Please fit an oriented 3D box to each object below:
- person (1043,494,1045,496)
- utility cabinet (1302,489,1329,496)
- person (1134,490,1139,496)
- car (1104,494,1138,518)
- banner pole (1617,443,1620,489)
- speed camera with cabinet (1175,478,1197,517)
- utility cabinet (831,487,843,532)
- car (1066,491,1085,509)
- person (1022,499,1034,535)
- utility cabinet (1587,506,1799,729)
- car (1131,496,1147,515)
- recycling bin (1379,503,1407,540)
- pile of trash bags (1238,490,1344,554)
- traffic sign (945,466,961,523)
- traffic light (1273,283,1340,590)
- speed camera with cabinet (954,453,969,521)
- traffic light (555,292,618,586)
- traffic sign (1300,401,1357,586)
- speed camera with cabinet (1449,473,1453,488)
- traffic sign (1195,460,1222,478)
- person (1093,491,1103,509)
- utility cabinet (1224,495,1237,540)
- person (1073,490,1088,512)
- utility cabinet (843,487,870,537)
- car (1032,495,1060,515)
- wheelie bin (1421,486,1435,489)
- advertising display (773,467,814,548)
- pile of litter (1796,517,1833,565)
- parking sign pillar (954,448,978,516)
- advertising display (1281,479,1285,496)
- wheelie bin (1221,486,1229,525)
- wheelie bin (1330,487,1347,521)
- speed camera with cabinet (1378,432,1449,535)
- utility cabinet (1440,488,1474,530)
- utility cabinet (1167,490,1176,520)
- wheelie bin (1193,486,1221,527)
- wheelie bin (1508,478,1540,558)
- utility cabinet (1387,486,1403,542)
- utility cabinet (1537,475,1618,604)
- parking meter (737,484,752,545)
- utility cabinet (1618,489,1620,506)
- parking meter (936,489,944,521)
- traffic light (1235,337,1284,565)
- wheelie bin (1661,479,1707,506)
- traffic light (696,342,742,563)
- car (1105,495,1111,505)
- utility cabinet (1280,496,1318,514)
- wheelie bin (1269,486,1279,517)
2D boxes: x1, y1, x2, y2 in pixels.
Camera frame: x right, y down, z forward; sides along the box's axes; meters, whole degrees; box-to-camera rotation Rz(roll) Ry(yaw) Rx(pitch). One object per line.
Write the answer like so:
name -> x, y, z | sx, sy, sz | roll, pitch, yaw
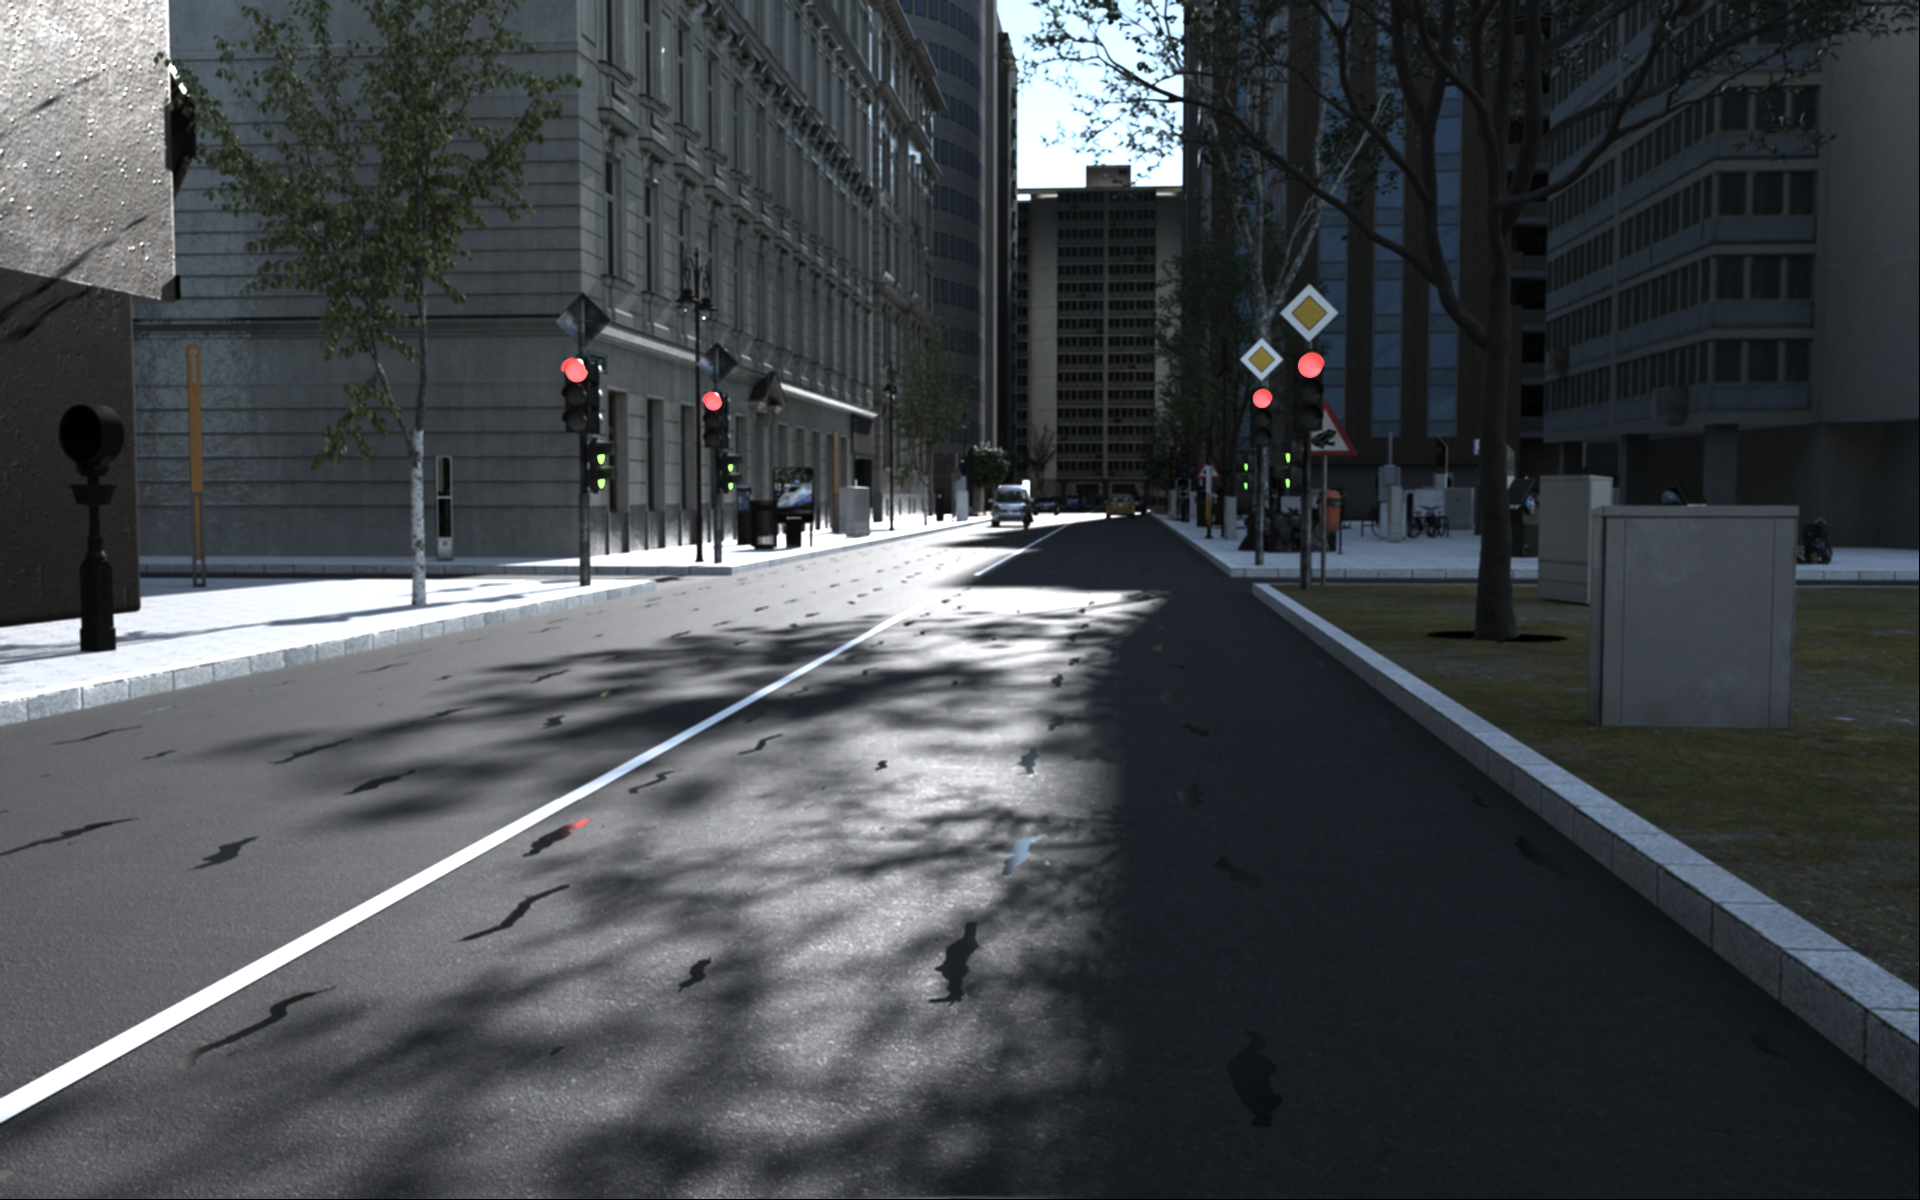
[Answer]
person -> 6.483, -7.583, 135.711 | 0.599, 1.433, 0.991 | 2, 4, 29
utility cabinet -> 16.392, -4.361, 79.976 | 1.173, 1.500, 0.318 | 2, 4, 30
person -> 14.928, -8.476, 147.089 | 0.705, 1.822, 1.348 | -2, 4, -24
car -> 9.592, -5.695, 103.340 | 2.015, 1.641, 3.980 | 0, 4, 6
banner pole -> 29.822, -5.412, 78.497 | 0.401, 3.779, 0.863 | 1, 4, 20
speed camera with cabinet -> 13.252, -6.393, 98.857 | 0.660, 3.252, 2.038 | -3, 5, -42
utility cabinet -> -3.735, -3.001, 57.744 | 1.173, 1.500, 0.318 | -3, 5, -40
car -> 11.363, -9.817, 170.099 | 1.945, 1.707, 3.694 | 0, 4, 7
person -> 2.399, -2.918, 60.872 | 0.373, 1.253, 0.362 | 2, 4, 30
utility cabinet -> 4.052, 0.094, 9.618 | 1.020, 1.237, 0.306 | 0, 4, 8
car -> 11.711, -6.407, 117.341 | 1.945, 1.354, 3.894 | 0, 4, 4
recycling bin -> 12.220, -2.225, 48.932 | 0.722, 1.027, 0.722 | 1, 4, 10
pile of trash bags -> 7.572, -1.750, 38.371 | 1.912, 1.369, 3.447 | -1, 4, -14
traffic sign -> -0.317, -4.769, 78.071 | 0.768, 2.556, 0.104 | 1, 4, 14
traffic light -> 4.638, -2.098, 23.222 | 0.839, 4.253, 0.868 | 0, 4, 5
speed camera with cabinet -> 0.069, -5.390, 82.466 | 0.660, 3.252, 2.038 | 0, 4, -4
traffic light -> -5.231, -2.154, 24.134 | 0.839, 4.253, 0.868 | 0, 4, 5
traffic sign -> 5.080, -1.478, 24.169 | 0.884, 2.594, 0.081 | 0, 4, 8
speed camera with cabinet -> 19.050, -4.671, 70.714 | 2.038, 3.252, 0.660 | 0, 4, -2
traffic sign -> 8.380, -3.573, 58.421 | 0.884, 2.594, 0.081 | 1, 4, 13
person -> 13.074, -9.472, 164.151 | 1.217, 1.735, 0.721 | -2, 4, -35
utility cabinet -> 7.558, -2.277, 48.384 | 0.306, 1.237, 1.020 | 0, 4, 5
person -> 9.434, -7.743, 135.774 | 1.217, 1.739, 0.721 | 1, 4, 17
utility cabinet -> -3.008, -2.605, 51.275 | 0.318, 1.500, 1.173 | 1, 4, 19
car -> 5.919, -6.518, 119.145 | 1.945, 1.354, 3.894 | 0, 4, 5
wheelie bin -> 18.366, -3.686, 68.178 | 0.980, 1.594, 0.693 | -2, 4, -28
advertising display -> -3.983, -2.215, 41.426 | 0.974, 1.923, 0.123 | -1, 4, -14
pile of litter -> 15.601, -1.112, 32.145 | 1.719, 0.858, 1.176 | -3, 5, -43
parking sign pillar -> 0.346, -6.821, 99.989 | 1.447, 3.967, 1.447 | 1, 4, 19
advertising display -> 13.414, -4.082, 71.952 | 0.123, 1.923, 0.974 | 1, 4, 9
wheelie bin -> 10.814, -3.846, 70.793 | 0.980, 1.594, 0.693 | -3, 4, -38
wheelie bin -> 17.741, -4.499, 81.459 | 0.980, 1.594, 0.693 | -1, 4, -21
speed camera with cabinet -> 14.328, -3.704, 54.896 | 2.038, 3.252, 0.660 | 1, 4, 16
utility cabinet -> 17.620, -3.230, 61.487 | 1.173, 1.500, 0.318 | 3, 4, 39
utility cabinet -> 10.452, -4.699, 85.501 | 0.318, 1.500, 1.173 | 0, 4, 0
wheelie bin -> 9.611, -3.662, 67.779 | 0.980, 1.594, 0.693 | 1, 4, 12
wheelie bin -> 11.470, -1.675, 35.294 | 0.693, 1.594, 0.980 | -1, 4, -22
utility cabinet -> 11.673, -2.311, 46.469 | 0.318, 1.500, 1.173 | 1, 4, 9
utility cabinet -> 7.252, -0.718, 20.420 | 0.318, 1.500, 1.173 | -1, 4, -9
parking meter -> -5.461, -2.169, 43.880 | 0.372, 1.533, 0.369 | 0, 3, 0
utility cabinet -> 25.964, -3.690, 69.008 | 0.318, 1.500, 1.173 | -2, 4, -33
parking meter -> -0.949, -4.503, 82.031 | 0.372, 1.533, 0.369 | 0, 3, 0
traffic light -> 5.388, -2.584, 31.172 | 0.839, 4.253, 0.868 | 0, 4, 5
wheelie bin -> 15.099, -1.731, 36.214 | 0.980, 1.594, 0.693 | -2, 4, -28
traffic light -> -4.481, -2.640, 32.084 | 0.839, 4.253, 0.868 | 0, 4, 5
car -> 12.882, -7.976, 142.416 | 2.014, 1.417, 4.499 | 0, 4, 7
utility cabinet -> 9.237, -2.201, 47.140 | 1.020, 1.237, 0.306 | 1, 4, 12
wheelie bin -> 12.036, -3.649, 67.569 | 0.693, 1.594, 0.980 | 2, 4, 27
